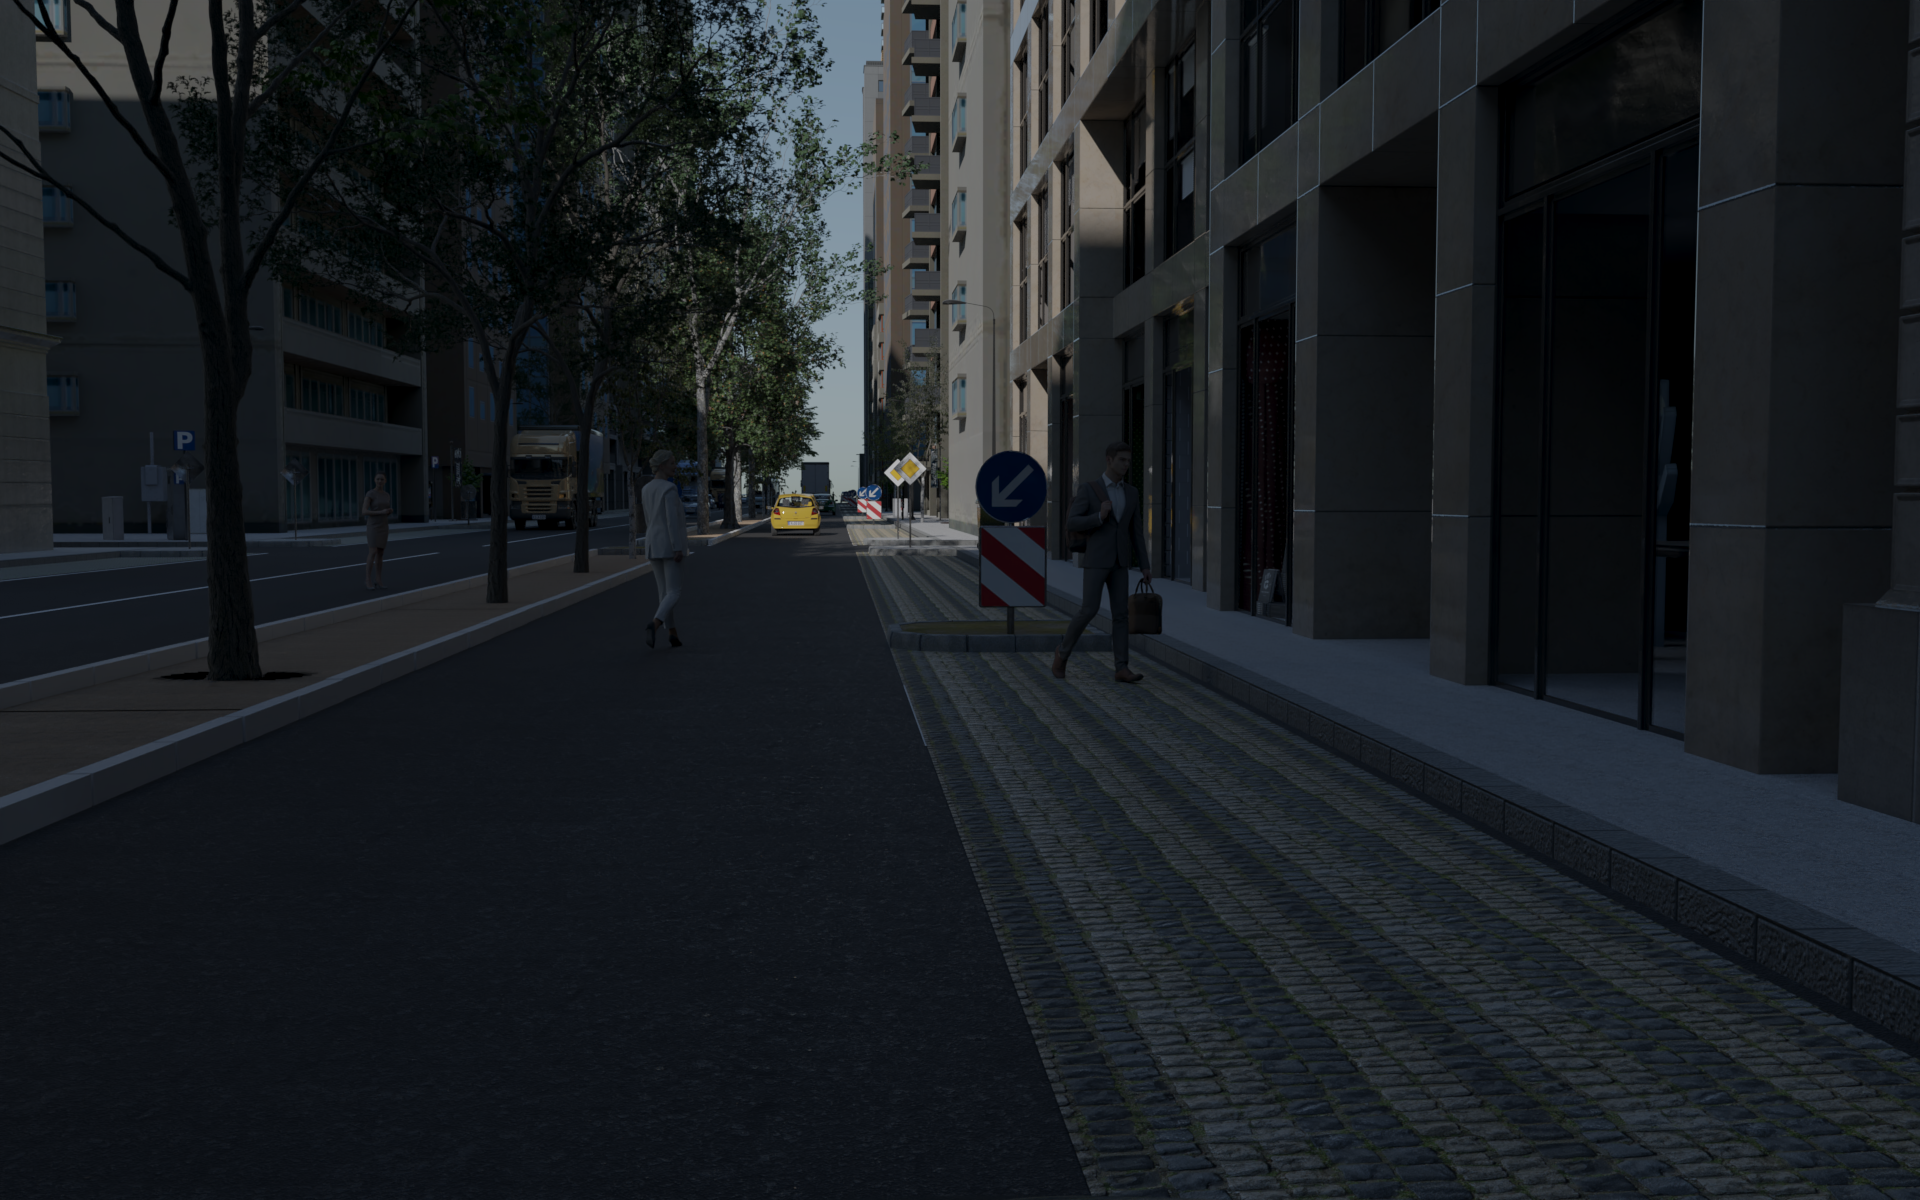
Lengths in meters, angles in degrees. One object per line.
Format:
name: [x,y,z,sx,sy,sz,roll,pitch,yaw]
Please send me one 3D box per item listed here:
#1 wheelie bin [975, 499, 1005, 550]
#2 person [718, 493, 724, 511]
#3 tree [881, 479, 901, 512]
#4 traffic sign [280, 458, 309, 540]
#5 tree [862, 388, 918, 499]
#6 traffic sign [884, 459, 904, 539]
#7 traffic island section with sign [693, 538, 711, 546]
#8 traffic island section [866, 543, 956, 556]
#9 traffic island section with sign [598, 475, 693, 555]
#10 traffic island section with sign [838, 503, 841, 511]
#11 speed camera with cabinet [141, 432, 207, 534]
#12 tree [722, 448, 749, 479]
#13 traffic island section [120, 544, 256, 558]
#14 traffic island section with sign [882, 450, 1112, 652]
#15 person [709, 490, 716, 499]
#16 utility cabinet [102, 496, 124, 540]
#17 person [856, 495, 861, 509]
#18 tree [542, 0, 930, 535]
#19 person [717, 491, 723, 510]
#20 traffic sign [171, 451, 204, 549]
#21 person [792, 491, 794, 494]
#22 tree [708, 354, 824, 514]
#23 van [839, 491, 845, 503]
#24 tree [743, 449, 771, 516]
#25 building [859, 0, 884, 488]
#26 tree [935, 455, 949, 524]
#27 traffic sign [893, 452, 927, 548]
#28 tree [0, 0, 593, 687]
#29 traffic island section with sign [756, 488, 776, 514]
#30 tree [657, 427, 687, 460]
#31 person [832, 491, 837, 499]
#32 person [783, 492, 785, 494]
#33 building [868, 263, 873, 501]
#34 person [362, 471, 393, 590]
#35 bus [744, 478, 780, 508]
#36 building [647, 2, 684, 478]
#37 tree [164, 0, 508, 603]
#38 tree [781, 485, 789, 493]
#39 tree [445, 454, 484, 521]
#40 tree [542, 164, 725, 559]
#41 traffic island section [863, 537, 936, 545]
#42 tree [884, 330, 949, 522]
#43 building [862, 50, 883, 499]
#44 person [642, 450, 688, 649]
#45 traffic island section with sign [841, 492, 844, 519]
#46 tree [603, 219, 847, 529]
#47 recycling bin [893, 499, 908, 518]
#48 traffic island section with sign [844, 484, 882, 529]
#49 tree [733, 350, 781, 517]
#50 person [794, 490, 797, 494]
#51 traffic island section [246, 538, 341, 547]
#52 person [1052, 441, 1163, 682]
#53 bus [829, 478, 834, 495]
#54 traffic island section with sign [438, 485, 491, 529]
wheelie bin: [0.709,-1.886,38.750,0.693,1.594,0.980,0,4,-7]
person: [-19.065,-8.100,141.020,1.350,1.814,0.705,0,4,7]
tree: [-4.928,-8.123,127.405,1.663,3.219,1.824,0,3,0]
traffic sign: [-18.525,-2.729,48.257,0.795,2.450,0.064,0,4,-4]
tree: [-4.577,-10.331,119.280,4.737,8.622,4.395,0,3,0]
traffic sign: [-1.773,-2.802,49.448,0.795,2.450,0.064,0,4,-4]
traffic island section with sign: [-8.062,-2.483,48.730,2.006,1.907,1.989,0,4,-4]
traffic island section: [-1.172,-1.179,41.562,2.009,0.180,2.903,0,4,-4]
traffic island section with sign: [-7.536,-2.031,41.342,2.006,1.907,1.989,0,4,-4]
traffic island section with sign: [-9.328,-8.604,149.297,1.989,1.847,2.006,0,4,-4]
speed camera with cabinet: [-25.106,-3.744,55.556,2.038,3.252,0.660,0,4,-5]
tree: [-37.704,-22.759,282.477,12.009,13.543,11.850,0,3,0]
traffic island section: [-17.970,-1.105,40.353,2.009,0.180,2.903,0,4,-4]
traffic island section with sign: [0.310,-0.483,16.520,1.989,1.847,2.006,0,4,-4]
person: [-24.823,-10.071,172.797,0.705,1.869,1.348,2,4,26]
utility cabinet: [-23.716,-2.282,48.472,0.306,1.237,1.020,-3,5,-41]
person: [-8.950,-8.845,153.667,0.990,1.755,0.434,-2,4,-28]
tree: [-7.728,-12.293,59.339,12.611,20.169,13.585,0,3,0]
person: [-21.215,-8.801,153.313,0.541,1.710,0.530,-1,4,-21]
traffic sign: [-17.947,-2.242,40.293,0.795,2.450,0.064,0,4,-4]
person: [-19.358,-11.640,199.531,0.721,1.743,1.217,3,5,39]
tree: [-13.334,-12.235,120.624,7.486,12.596,7.792,0,3,0]
van: [-17.558,-15.826,265.769,2.013,2.044,4.112,0,4,-5]
tree: [-12.739,-9.880,114.358,4.737,8.622,4.395,0,3,0]
building: [-4.388,-58.391,267.359,22.319,86.520,31.000,0,4,-4]
tree: [-0.199,-4.913,74.929,1.663,3.219,1.824,0,3,0]
traffic sign: [-1.195,-2.314,41.483,0.795,2.450,0.064,0,4,-4]
tree: [-5.722,-5.194,13.141,9.928,11.665,9.643,0,3,0]
traffic island section with sign: [-13.509,-7.066,123.672,2.006,1.907,1.989,0,4,-4]
tree: [-31.744,-17.133,198.256,7.486,12.596,7.792,0,3,0]
person: [-19.065,-15.435,260.877,0.705,1.823,1.348,3,5,44]
person: [-19.919,-11.427,196.256,0.530,1.710,0.541,1,4,12]
building: [-4.539,-27.250,217.235,14.160,30.474,14.107,0,4,-4]
person: [-8.749,-1.054,26.074,0.374,1.781,0.599,2,4,28]
bus: [-20.234,-11.206,178.079,2.948,3.499,13.247,0,4,-2]
building: [-44.997,-55.438,219.090,22.319,86.520,31.000,0,4,-4]
tree: [-6.059,-5.208,22.020,8.767,10.594,7.601,0,4,-4]
tree: [-12.309,-9.513,108.356,4.360,8.622,3.978,0,3,0]
tree: [-23.856,-5.476,84.134,1.663,3.219,1.824,0,3,0]
tree: [-7.157,-5.182,37.553,4.360,8.622,3.978,0,3,0]
traffic island section: [-1.750,-1.666,49.527,2.009,0.180,2.903,0,4,-4]
tree: [-1.670,-7.837,78.501,4.360,8.622,3.978,0,3,0]
building: [-2.770,-42.571,238.027,21.231,58.520,28.212,0,4,-4]
person: [-2.759,-0.466,15.996,0.514,1.842,0.818,1,4,23]
traffic island section with sign: [-5.661,-5.516,98.821,1.989,1.847,2.006,0,4,-4]
tree: [-9.438,-9.248,70.662,9.611,12.733,9.660,0,3,0]
recycling bin: [-3.273,-5.050,95.118,0.722,1.027,0.722,-1,4,-13]
traffic island section with sign: [-3.707,-3.872,71.936,1.989,1.847,2.006,0,4,-4]
tree: [-10.235,-7.645,77.820,4.360,8.622,3.978,0,3,0]
person: [-17.408,-10.770,184.456,0.599,1.838,0.709,0,4,-1]
traffic island section: [-18.548,-1.592,48.317,2.009,0.180,2.903,0,4,-4]
person: [1.115,-0.290,13.199,0.622,1.834,0.822,-3,4,-37]
bus: [-19.273,-15.352,242.549,2.896,3.916,12.252,0,4,-3]
traffic island section with sign: [-20.201,-3.815,71.002,1.989,1.847,2.006,0,4,-4]
